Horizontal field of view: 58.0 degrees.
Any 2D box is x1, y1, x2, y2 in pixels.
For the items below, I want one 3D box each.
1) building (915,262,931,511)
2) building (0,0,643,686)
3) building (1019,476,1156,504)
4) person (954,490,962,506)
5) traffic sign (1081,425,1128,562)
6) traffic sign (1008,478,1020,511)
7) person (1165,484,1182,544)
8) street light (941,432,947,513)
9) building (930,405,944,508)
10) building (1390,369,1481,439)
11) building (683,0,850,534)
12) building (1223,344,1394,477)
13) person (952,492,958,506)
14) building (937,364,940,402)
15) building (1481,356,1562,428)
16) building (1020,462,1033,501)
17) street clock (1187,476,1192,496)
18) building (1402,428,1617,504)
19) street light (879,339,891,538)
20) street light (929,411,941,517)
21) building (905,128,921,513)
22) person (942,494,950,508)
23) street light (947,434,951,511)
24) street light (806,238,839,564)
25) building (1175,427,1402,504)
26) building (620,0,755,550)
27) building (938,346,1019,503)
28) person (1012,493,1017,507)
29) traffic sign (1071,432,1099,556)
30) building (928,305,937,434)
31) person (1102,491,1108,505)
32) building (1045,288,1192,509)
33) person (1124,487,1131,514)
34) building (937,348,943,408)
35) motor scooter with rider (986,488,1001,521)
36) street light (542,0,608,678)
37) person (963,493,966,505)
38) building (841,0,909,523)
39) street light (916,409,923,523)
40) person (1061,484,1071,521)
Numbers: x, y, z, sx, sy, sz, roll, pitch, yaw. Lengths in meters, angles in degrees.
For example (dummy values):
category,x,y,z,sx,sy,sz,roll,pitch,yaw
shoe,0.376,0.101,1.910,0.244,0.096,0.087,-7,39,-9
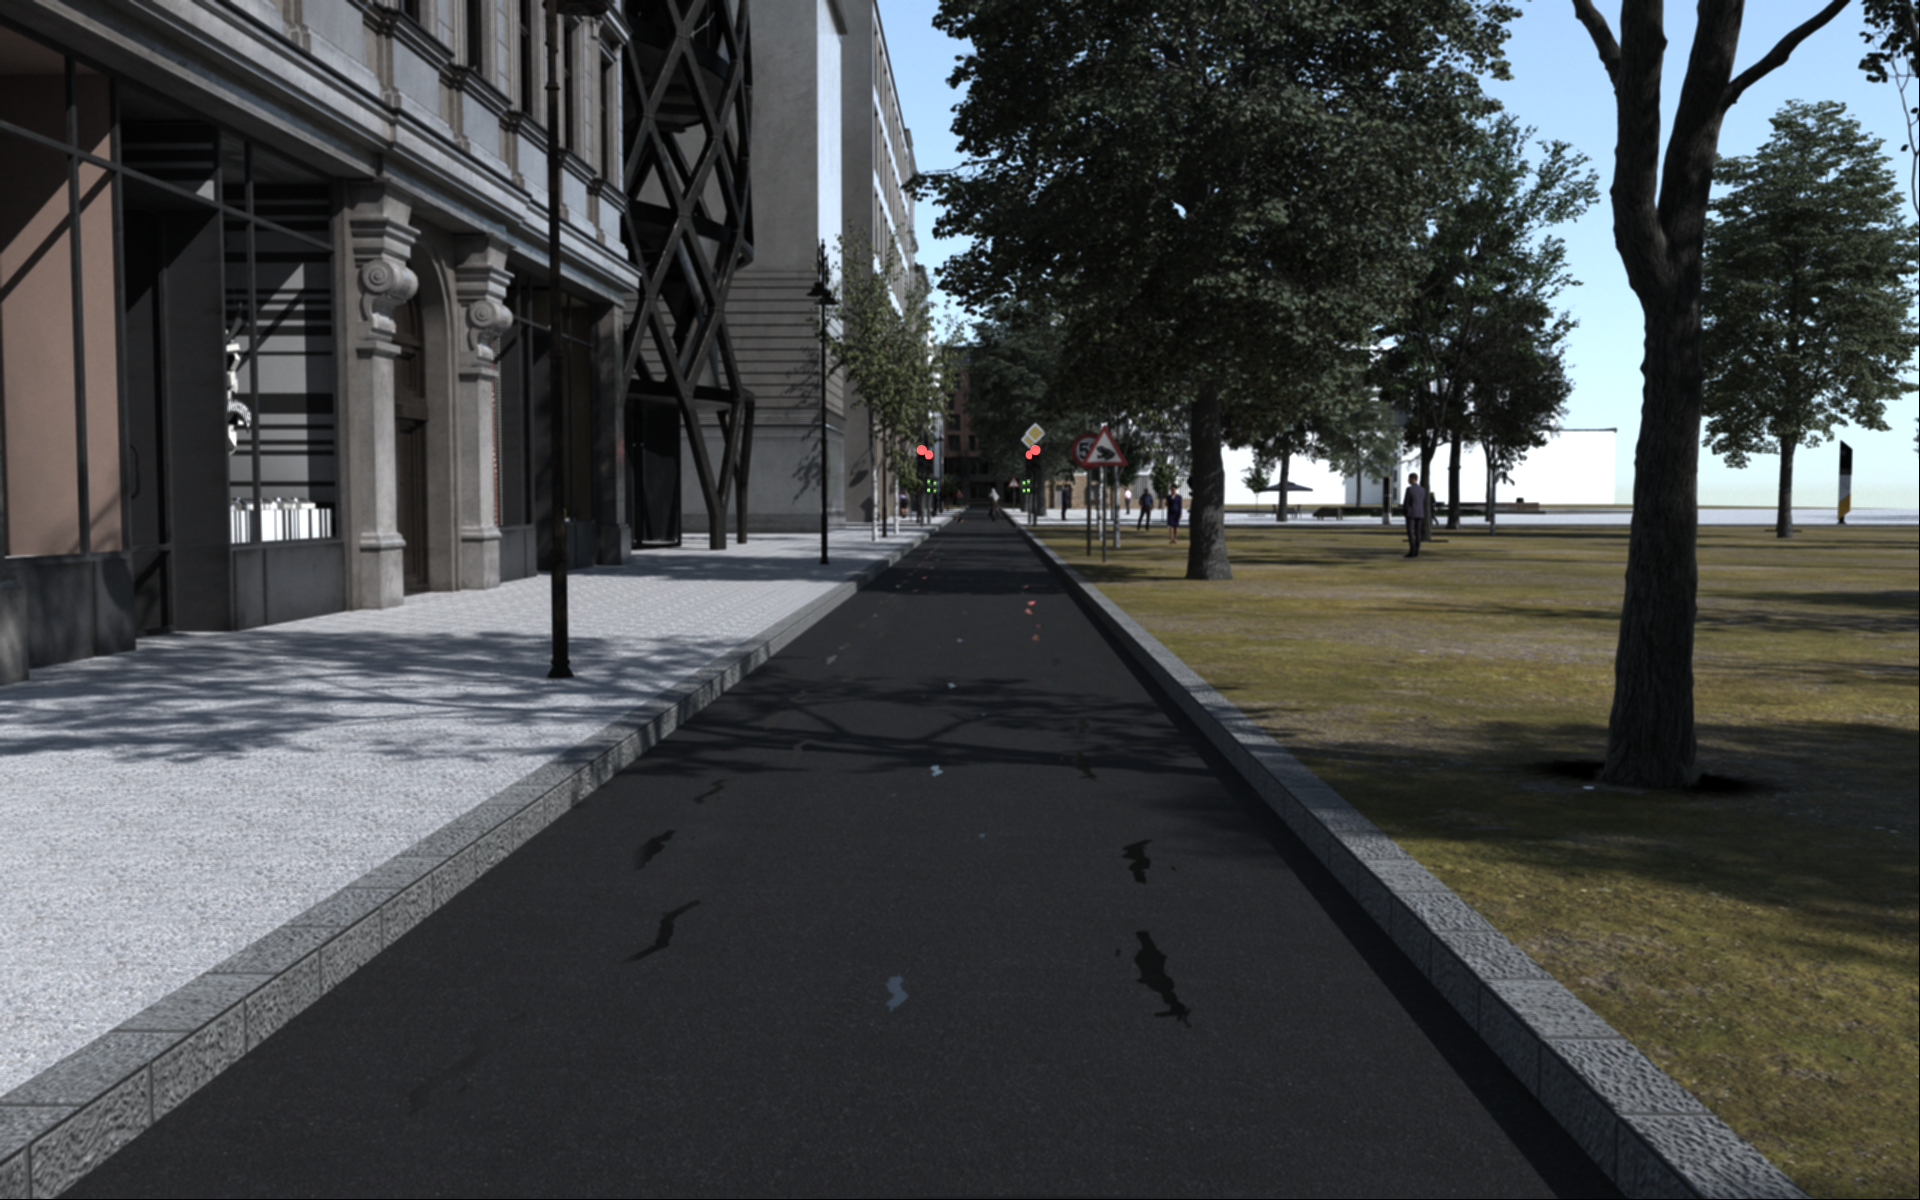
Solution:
category,x,y,z,sx,sy,sz,roll,pitch,yaw
building,-7.443,-17.786,139.957,9.793,20.994,18.267,0,4,1
building,-10.825,-9.840,11.788,10.553,20.767,40.483,0,4,1
building,15.850,-20.950,208.989,16.747,18.905,31.486,0,4,1
person,-0.187,-10.603,180.119,0.721,1.743,1.217,-3,5,-41
traffic sign,2.714,-1.988,32.504,0.884,2.594,0.081,1,4,9
traffic sign,4.029,-7.923,129.542,0.884,2.594,0.081,0,4,6
person,5.525,-2.226,44.811,0.453,1.535,0.546,0,4,-2
street light,-1.263,-8.685,114.781,0.468,5.910,1.993,0,4,1
building,-6.141,-14.335,176.518,9.099,9.664,28.070,0,4,1
building,64.670,-23.664,243.332,11.380,20.091,16.016,0,4,1
building,-13.309,-12.920,60.398,18.267,20.994,9.793,0,4,1
building,42.664,-24.789,249.274,32.646,21.610,27.936,0,4,1
person,-0.556,-11.419,192.706,0.705,1.831,1.348,-3,4,-39
building,-10.268,-20.781,196.195,16.016,20.091,11.380,0,4,1
building,76.381,-23.643,242.989,11.380,20.091,16.016,0,4,1
building,10.984,-14.512,179.414,9.099,9.664,28.070,0,4,1
street clock,9.099,-3.857,67.629,0.471,2.002,0.358,1,4,9
building,68.913,-16.985,219.856,28.070,9.664,9.099,0,4,1
street light,-2.229,-4.783,50.984,0.468,5.910,1.993,0,4,1
street light,-1.472,-7.496,95.354,0.468,5.910,1.993,0,4,1
building,-9.682,-20.470,120.596,13.634,28.700,20.117,0,4,1
person,-1.570,-9.427,160.877,1.217,1.736,0.721,0,4,-5
street light,-0.950,-9.860,133.997,0.468,5.910,1.993,0,4,1
street light,-2.482,-3.594,31.543,0.468,5.910,1.993,0,4,1
building,40.698,-17.019,220.404,28.070,9.664,9.099,0,4,1
building,-13.504,-10.583,40.487,16.820,18.784,16.811,0,4,1
building,10.019,-24.810,249.611,32.646,21.610,27.936,0,4,1
person,5.631,-10.442,176.766,0.705,1.824,1.348,1,4,20
traffic sign,2.663,-2.178,35.715,0.768,2.556,0.104,0,4,7
building,-10.449,-18.358,156.572,16.016,20.091,11.380,0,4,1
person,9.499,-6.601,114.667,0.576,1.737,0.504,-2,4,-26
building,14.848,-18.456,158.173,16.016,20.091,11.380,0,4,1
person,10.500,-6.248,109.131,0.756,1.711,0.436,-3,5,-43
building,-18.019,-21.405,216.433,31.486,18.905,16.747,0,4,1
motor scooter with rider,1.806,-5.030,91.211,0.876,1.779,1.986,0,4,1
street light,-2.801,-2.396,11.966,0.468,5.910,1.993,0,4,1
person,0.448,-12.041,206.142,0.599,1.433,0.991,0,4,2
building,-13.165,-17.682,93.615,19.350,26.468,34.151,0,4,1
street light,-1.850,-6.320,76.122,0.468,5.910,1.993,0,4,1
person,5.060,-4.635,82.535,0.504,1.737,0.576,-1,4,-9
